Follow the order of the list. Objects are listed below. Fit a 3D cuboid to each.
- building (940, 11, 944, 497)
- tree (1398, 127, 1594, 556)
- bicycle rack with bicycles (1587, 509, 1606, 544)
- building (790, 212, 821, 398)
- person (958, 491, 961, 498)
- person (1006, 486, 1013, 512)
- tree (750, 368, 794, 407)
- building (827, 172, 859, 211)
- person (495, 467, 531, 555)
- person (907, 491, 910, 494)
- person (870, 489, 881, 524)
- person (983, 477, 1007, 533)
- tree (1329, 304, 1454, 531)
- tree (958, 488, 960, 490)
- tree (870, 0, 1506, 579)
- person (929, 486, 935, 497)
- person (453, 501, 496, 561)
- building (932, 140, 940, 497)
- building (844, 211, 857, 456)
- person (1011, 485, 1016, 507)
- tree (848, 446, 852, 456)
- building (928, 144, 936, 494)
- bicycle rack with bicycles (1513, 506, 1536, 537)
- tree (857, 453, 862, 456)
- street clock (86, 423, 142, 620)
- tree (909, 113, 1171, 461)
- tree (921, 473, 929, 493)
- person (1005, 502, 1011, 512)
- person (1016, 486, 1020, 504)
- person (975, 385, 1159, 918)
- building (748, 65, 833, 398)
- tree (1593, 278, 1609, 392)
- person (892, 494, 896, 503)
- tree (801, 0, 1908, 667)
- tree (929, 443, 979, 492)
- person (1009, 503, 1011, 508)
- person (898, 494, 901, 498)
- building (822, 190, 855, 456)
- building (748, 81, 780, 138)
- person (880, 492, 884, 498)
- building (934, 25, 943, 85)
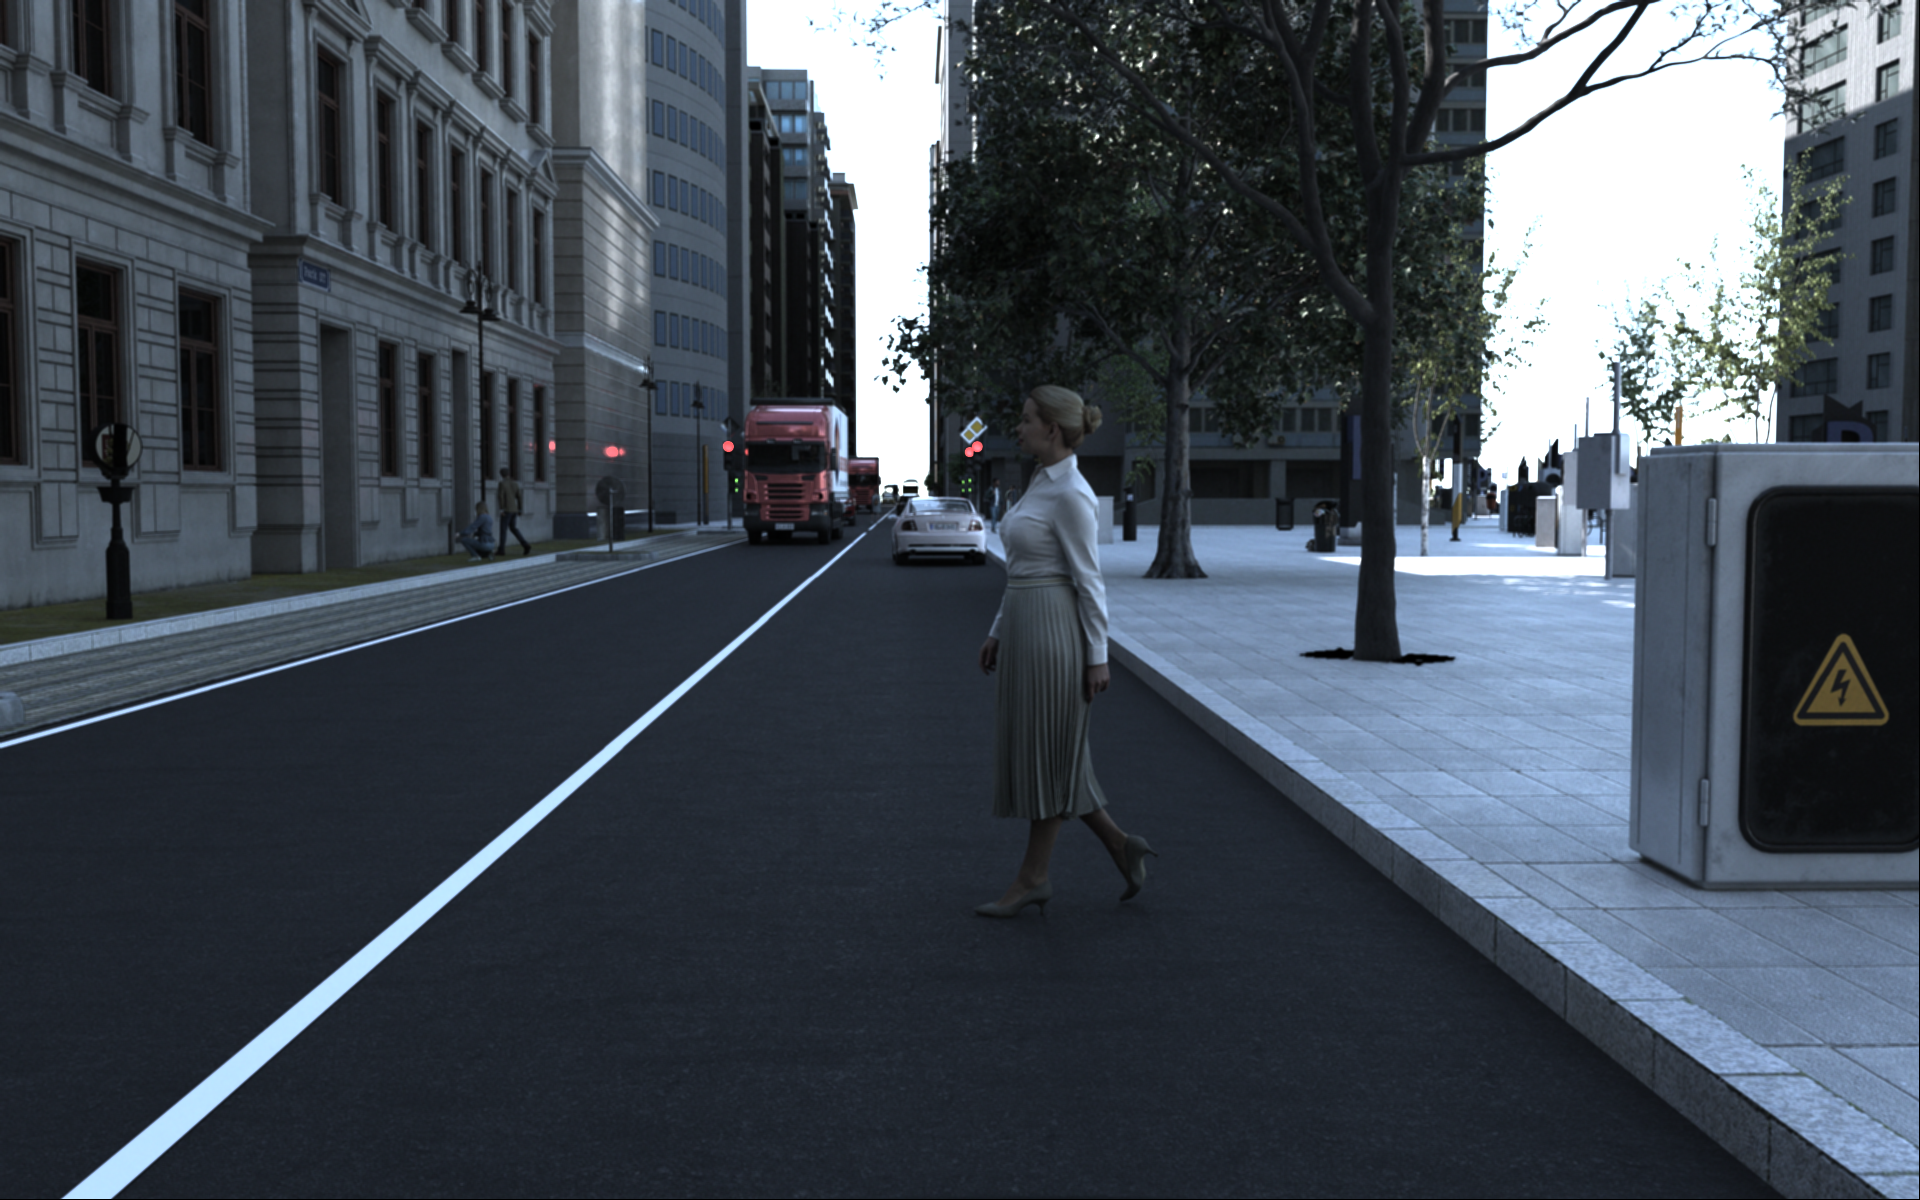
[{"bbox_3d":[8.864,-33.329,168.633,21.300,48.544,21.600,0,4,-2],"label":"building"},{"bbox_3d":[9.848,-5.213,35.591,4.737,8.622,4.395,0,3,0],"label":"tree"},{"bbox_3d":[17.968,-1.922,44.799,2.852,0.926,2.925,3,5,40],"label":"bicycle rack with bicycles"},{"bbox_3d":[-21.500,-24.732,176.071,14.160,30.474,14.107,0,4,-2],"label":"building"},{"bbox_3d":[0.136,-5.890,102.898,0.519,1.759,0.362,1,4,15],"label":"person"},{"bbox_3d":[3.262,-6.417,111.302,0.623,1.781,0.721,0,4,-5],"label":"person"},{"bbox_3d":[-11.679,-9.166,100.219,4.360,8.622,3.978,0,3,0],"label":"tree"},{"bbox_3d":[-31.219,-42.573,285.305,28.713,52.752,27.495,0,4,-2],"label":"building"},{"bbox_3d":[-9.419,-1.857,36.312,0.836,1.842,0.656,0,4,-4],"label":"person"},{"bbox_3d":[-5.790,-11.606,198.782,0.721,1.766,1.217,1,4,16],"label":"person"},{"bbox_3d":[-4.022,-4.491,82.934,0.512,1.701,0.522,-1,4,-9],"label":"person"},{"bbox_3d":[1.183,-3.090,56.549,0.794,1.824,0.713,-2,4,-24],"label":"person"},{"bbox_3d":[14.927,-6.724,60.295,4.360,8.622,3.978,0,3,0],"label":"tree"},{"bbox_3d":[-0.386,-9.954,157.343,1.663,3.219,1.824,0,3,0],"label":"tree"},{"bbox_3d":[3.428,-6.682,26.265,9.611,12.733,9.660,0,3,0],"label":"tree"},{"bbox_3d":[-1.462,-4.690,85.025,0.795,1.843,0.661,1,4,10],"label":"person"},{"bbox_3d":[-9.275,-1.314,33.031,0.738,1.151,1.012,1,4,18],"label":"person"},{"bbox_3d":[3.841,-34.506,214.278,14.600,45.320,14.200,0,4,-2],"label":"building"},{"bbox_3d":[-22.903,-37.605,264.949,14.600,45.320,14.200,0,4,-2],"label":"building"},{"bbox_3d":[3.366,-6.140,106.452,0.654,1.822,0.581,2,4,25],"label":"person"},{"bbox_3d":[-15.846,-16.597,221.729,4.737,8.622,4.395,0,3,0],"label":"tree"},{"bbox_3d":[5.233,-45.753,290.065,21.231,58.520,28.212,0,4,-2],"label":"building"},{"bbox_3d":[17.600,-2.337,51.600,2.925,0.926,2.852,-2,4,-34],"label":"bicycle rack with bicycles"},{"bbox_3d":[-17.802,-21.615,303.770,4.360,8.622,3.978,0,3,0],"label":"tree"},{"bbox_3d":[-8.640,-0.806,17.742,0.358,2.002,0.471,3,5,42],"label":"street clock"},{"bbox_3d":[2.357,-7.410,46.907,9.928,11.665,9.643,0,3,0],"label":"tree"},{"bbox_3d":[-0.534,-10.097,148.797,4.285,4.588,4.351,0,3,0],"label":"tree"},{"bbox_3d":[3.415,-6.690,115.636,0.699,1.804,1.509,0,4,-7],"label":"person"},{"bbox_3d":[3.703,-6.219,107.824,0.767,1.812,0.694,3,4,39],"label":"person"},{"bbox_3d":[0.367,0.171,5.923,0.641,1.798,0.478,0,4,-3],"label":"person"},{"bbox_3d":[-26.050,-35.364,197.809,23.786,49.044,30.456,0,4,-2],"label":"building"},{"bbox_3d":[21.566,-6.350,54.185,4.737,8.622,4.395,0,3,0],"label":"tree"},{"bbox_3d":[-10.788,-16.648,283.927,0.697,1.427,0.421,1,4,18],"label":"person"},{"bbox_3d":[3.104,-6.275,12.962,12.009,13.543,11.850,0,3,0],"label":"tree"},{"bbox_3d":[0.749,-7.603,108.030,4.285,4.588,4.351,0,3,0],"label":"tree"},{"bbox_3d":[3.376,-6.448,112.031,0.480,1.755,0.524,-1,4,-22],"label":"person"},{"bbox_3d":[-7.909,-13.363,230.166,0.799,1.438,0.628,1,4,14],"label":"person"},{"bbox_3d":[-26.106,-35.964,242.633,22.147,44.769,28.867,0,4,-2],"label":"building"},{"bbox_3d":[-29.373,-28.419,156.529,32.217,40.220,23.993,0,4,-2],"label":"building"},{"bbox_3d":[-11.855,-15.759,266.187,1.348,1.821,0.705,-3,5,-45],"label":"person"},{"bbox_3d":[11.682,-36.933,193.095,28.713,52.752,27.495,0,4,-2],"label":"building"}]
